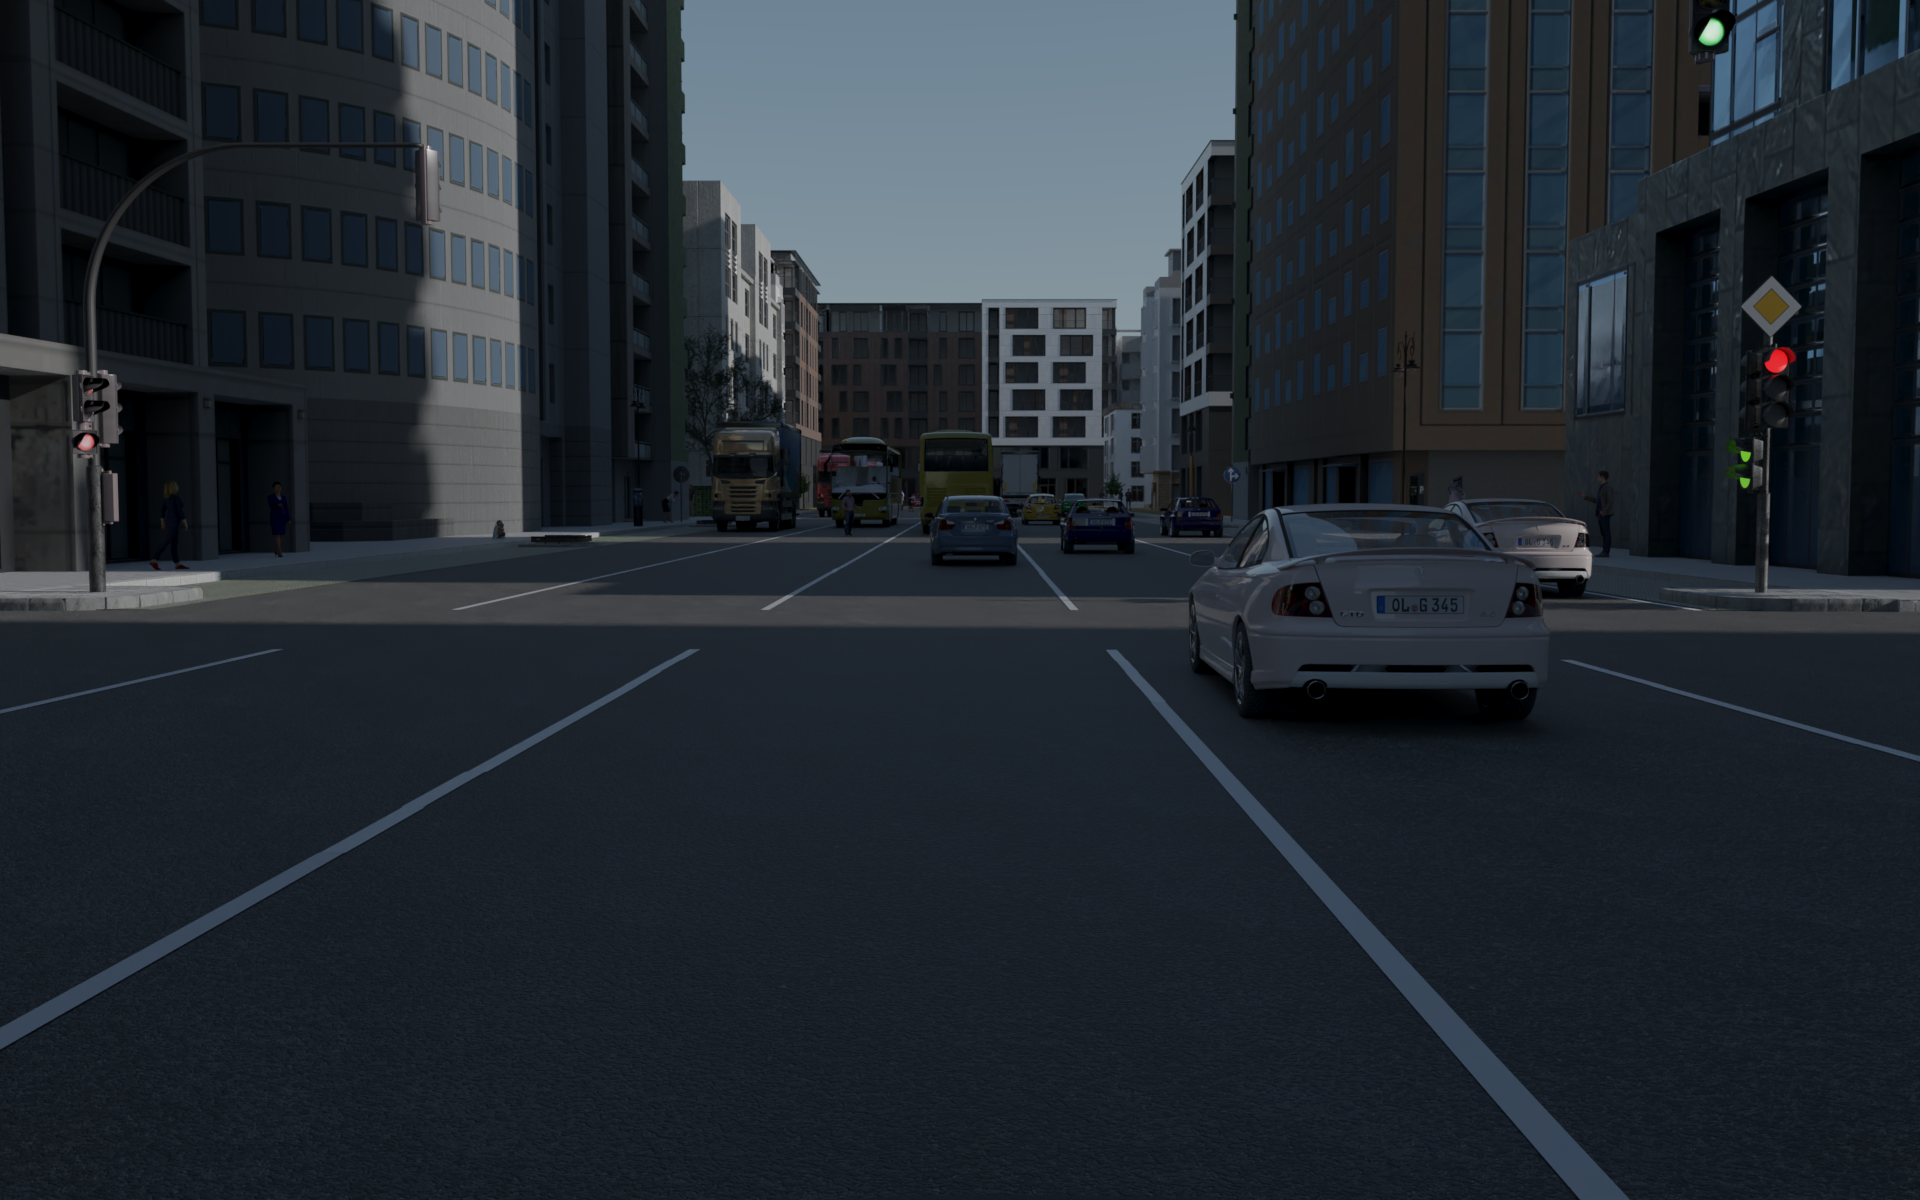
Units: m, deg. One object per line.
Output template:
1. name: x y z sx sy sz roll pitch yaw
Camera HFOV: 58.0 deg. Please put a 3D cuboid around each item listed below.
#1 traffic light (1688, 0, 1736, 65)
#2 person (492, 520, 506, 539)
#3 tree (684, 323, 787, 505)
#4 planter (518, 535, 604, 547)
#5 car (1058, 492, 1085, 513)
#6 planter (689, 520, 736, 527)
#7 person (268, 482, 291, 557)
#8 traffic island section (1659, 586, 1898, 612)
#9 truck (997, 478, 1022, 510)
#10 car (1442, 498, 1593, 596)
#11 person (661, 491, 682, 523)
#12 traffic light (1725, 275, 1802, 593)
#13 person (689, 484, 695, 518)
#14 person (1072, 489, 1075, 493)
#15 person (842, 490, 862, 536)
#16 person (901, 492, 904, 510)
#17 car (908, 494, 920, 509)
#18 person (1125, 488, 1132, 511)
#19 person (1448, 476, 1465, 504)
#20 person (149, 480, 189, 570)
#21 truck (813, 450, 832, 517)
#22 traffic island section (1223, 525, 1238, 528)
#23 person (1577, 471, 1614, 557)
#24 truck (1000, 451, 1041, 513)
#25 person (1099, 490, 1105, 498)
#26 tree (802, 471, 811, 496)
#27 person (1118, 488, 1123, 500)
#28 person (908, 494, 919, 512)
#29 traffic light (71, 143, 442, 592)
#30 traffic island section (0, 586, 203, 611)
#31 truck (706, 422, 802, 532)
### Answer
1. traffic light: 8.265 -2.425 14.317 4.771 5.953 1.251 0 4 0
2. person: -13.155 -2.012 49.422 0.357 0.543 0.381 -2 4 -30
3. tree: -13.240 -9.749 93.814 8.767 10.594 7.601 1 4 8
4. planter: -10.836 -1.602 47.328 1.991 0.319 1.994 0 4 0
5. car: 7.548 -6.510 115.241 1.959 1.807 4.718 0 4 1
6. planter: -10.649 -3.317 75.366 1.991 0.319 1.994 0 4 0
7. person: -13.773 -1.636 35.166 0.546 1.535 0.453 2 4 25
8. traffic island section: 10.448 -0.016 22.544 2.009 0.180 2.903 0 4 0
9. truck: 4.381 -8.748 131.937 2.839 4.237 11.283 0 4 0
10. car: 7.858 -0.814 25.668 2.083 1.381 4.827 0 4 2
11. person: -12.872 -4.153 77.125 0.799 1.438 0.628 -2 4 -29
12. traffic light: 10.408 -2.049 22.430 0.839 4.253 0.868 0 4 0
13. person: -14.382 -5.274 92.399 0.434 1.807 0.598 -2 4 -27
14. person: 9.737 -8.520 147.744 0.705 1.831 1.348 -1 4 -15
15. person: -3.751 -2.950 58.689 0.435 1.587 0.963 3 4 37
16. person: -5.254 -8.764 151.665 0.599 1.838 0.709 -2 4 -29
17. car: -4.104 -9.948 171.697 2.155 1.783 4.494 0 4 -1
18. person: 12.967 -7.734 133.414 0.541 1.710 0.530 0 4 6
19. person: 12.594 -2.276 43.919 0.621 1.740 0.551 -1 4 -18
20. person: -13.411 -1.270 29.357 0.480 1.512 0.613 2 4 24
21. truck: -7.565 -7.480 111.214 2.839 4.237 11.283 0 4 1
22. traffic island section: 10.770 -3.137 74.151 1.991 0.108 1.994 0 4 0
23. person: 12.944 -1.757 35.300 0.750 1.759 0.617 1 4 22
24. truck: 4.108 -7.901 118.092 2.839 4.237 11.283 0 4 2
25. person: 13.837 -9.902 168.852 0.541 1.710 0.530 1 4 10
26. tree: -13.228 -9.170 144.530 1.663 3.219 1.824 0 3 0
27. person: 13.389 -8.410 143.992 0.568 1.767 0.683 -3 5 -41
28. person: -3.764 -7.785 138.969 0.799 1.438 0.628 -3 5 -45
29. traffic light: -9.180 -2.930 22.573 4.771 5.953 1.251 0 4 0
30. traffic island section: -11.312 -0.025 22.686 2.009 0.180 2.903 0 4 0
31. truck: -8.074 -4.918 69.327 2.839 4.237 11.283 0 3 0
